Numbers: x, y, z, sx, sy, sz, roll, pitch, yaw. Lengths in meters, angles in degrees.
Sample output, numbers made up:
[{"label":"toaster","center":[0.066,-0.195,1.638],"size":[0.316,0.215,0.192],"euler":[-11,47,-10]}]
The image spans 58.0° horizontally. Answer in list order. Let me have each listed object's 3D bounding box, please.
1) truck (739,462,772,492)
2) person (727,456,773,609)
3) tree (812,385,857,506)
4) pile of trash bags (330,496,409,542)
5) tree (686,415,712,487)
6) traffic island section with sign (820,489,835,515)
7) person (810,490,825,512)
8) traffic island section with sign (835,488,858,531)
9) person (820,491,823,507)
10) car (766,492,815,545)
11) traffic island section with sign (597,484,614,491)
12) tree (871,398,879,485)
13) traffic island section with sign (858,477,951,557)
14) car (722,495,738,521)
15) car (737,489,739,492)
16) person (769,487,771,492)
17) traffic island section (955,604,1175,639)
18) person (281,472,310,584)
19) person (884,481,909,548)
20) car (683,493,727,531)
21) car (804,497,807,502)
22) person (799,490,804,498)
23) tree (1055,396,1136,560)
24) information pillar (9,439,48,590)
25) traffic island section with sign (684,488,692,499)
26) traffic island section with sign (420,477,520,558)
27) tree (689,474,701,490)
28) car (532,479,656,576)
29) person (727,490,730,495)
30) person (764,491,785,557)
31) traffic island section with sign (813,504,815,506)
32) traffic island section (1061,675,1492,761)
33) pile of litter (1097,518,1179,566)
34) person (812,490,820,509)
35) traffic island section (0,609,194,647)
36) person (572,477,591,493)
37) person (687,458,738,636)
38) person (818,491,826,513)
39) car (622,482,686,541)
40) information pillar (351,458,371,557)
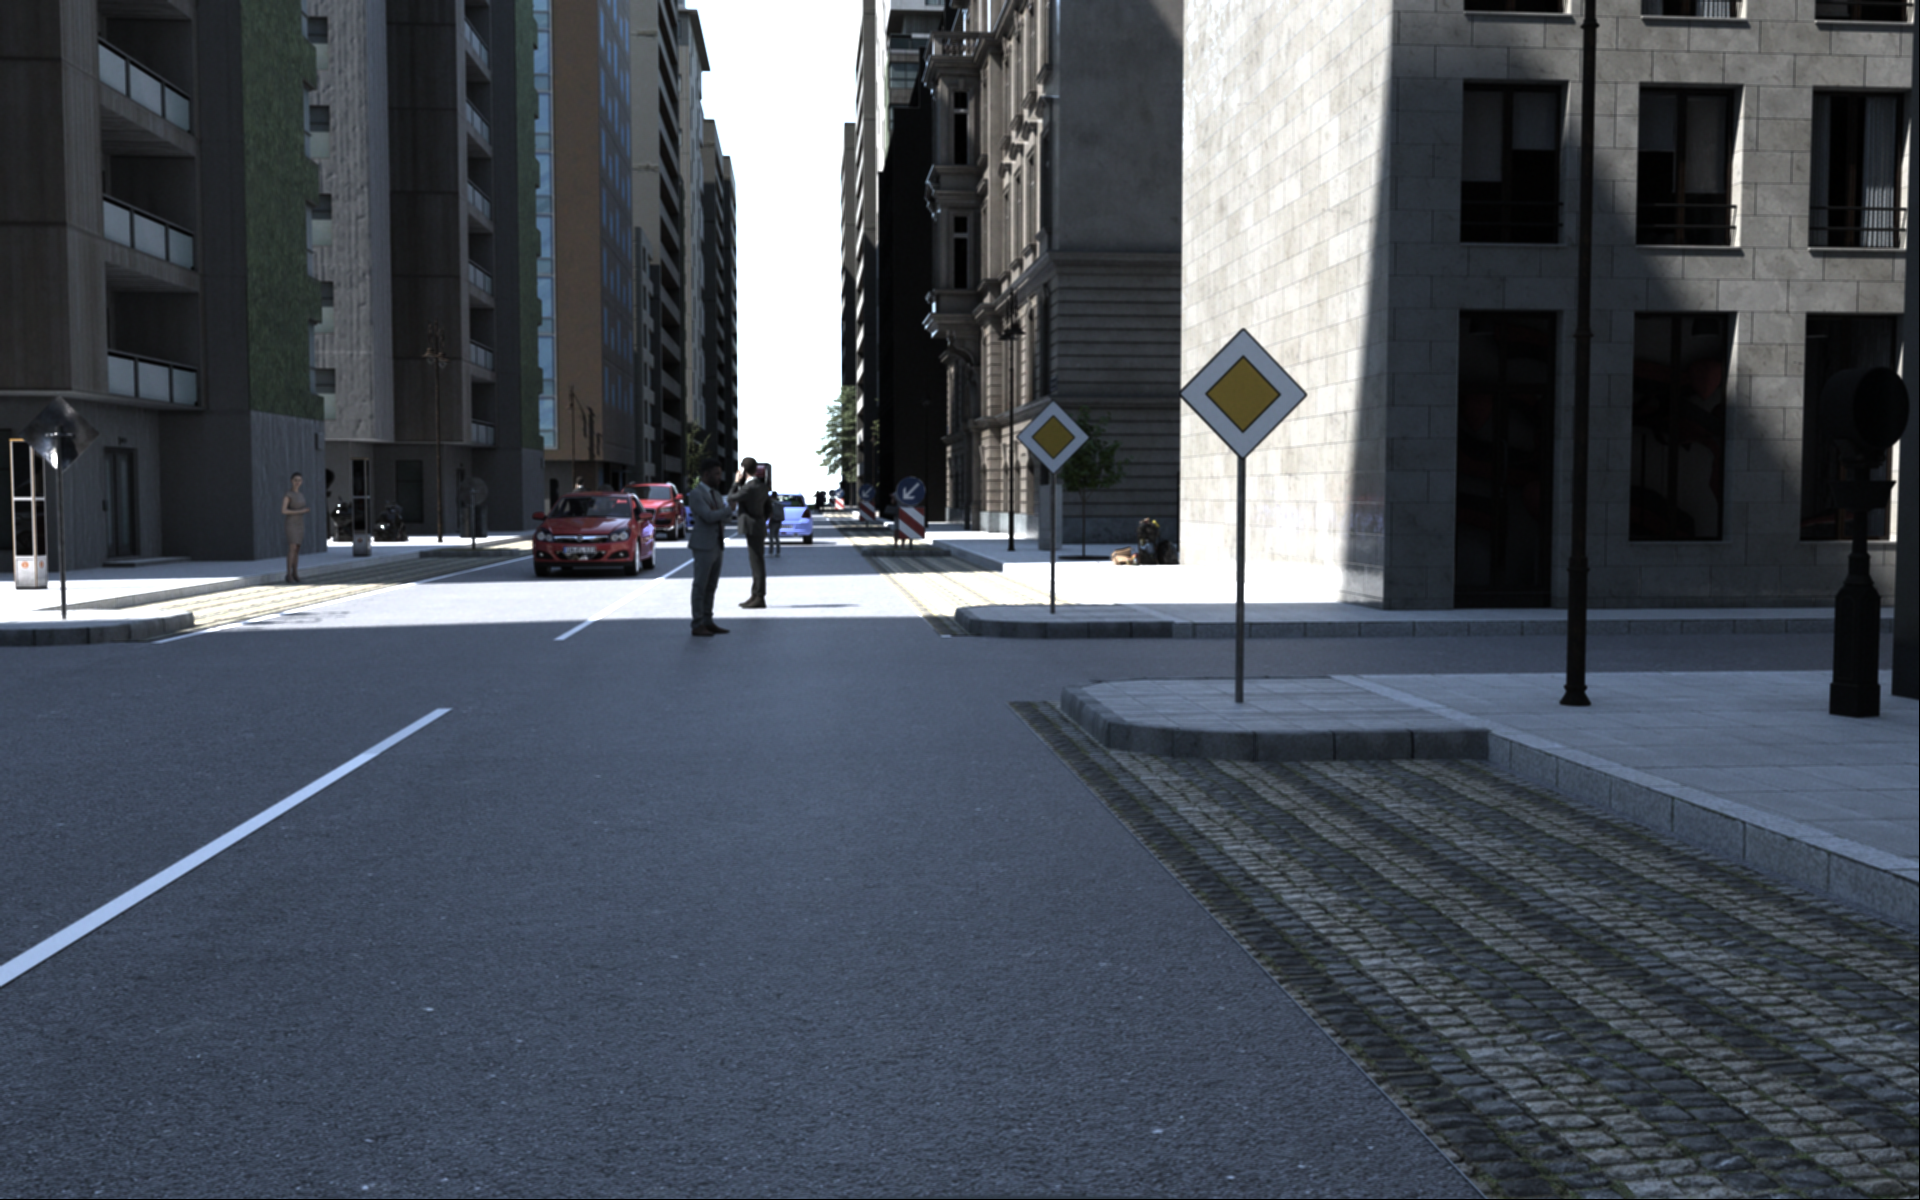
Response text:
[{"label":"truck","center":[-18.258,-10.144,154.768],"size":[2.839,4.237,11.283],"euler":[0,4,-3]},{"label":"person","center":[-2.648,-0.850,21.766],"size":[0.474,1.900,0.648],"euler":[1,4,10]},{"label":"tree","center":[-11.555,-16.067,180.828],"size":[7.486,12.596,7.792],"euler":[0,3,0]},{"label":"pile of trash bags","center":[-16.614,-2.266,46.801],"size":[3.447,1.369,1.912],"euler":[0,4,1]},{"label":"tree","center":[-25.411,-12.978,162.548],"size":[4.737,8.622,4.395],"euler":[0,3,0]},{"label":"traffic island section with sign","center":[-8.308,-6.661,117.538],"size":[1.989,1.847,2.006],"euler":[0,4,-5]},{"label":"person","center":[-11.198,-7.768,136.230],"size":[1.217,1.743,0.721],"euler":[1,4,14]},{"label":"traffic island section with sign","center":[-3.752,-3.599,67.468],"size":[1.989,1.847,2.006],"euler":[0,4,-5]},{"label":"person","center":[-15.642,-11.415,195.162],"size":[0.705,1.821,1.348],"euler":[-1,4,-9]},{"label":"car","center":[-5.156,-2.488,50.276],"size":[1.945,1.707,3.694],"euler":[0,4,-7]},{"label":"traffic island section with sign","center":[-13.691,-3.572,67.028],"size":[1.989,1.847,2.006],"euler":[0,4,-5]},{"label":"tree","center":[-3.504,-9.324,102.815],"size":[4.737,8.622,4.395],"euler":[0,3,0]},{"label":"traffic island section with sign","center":[-1.288,-1.932,40.224],"size":[1.989,1.847,2.006],"euler":[0,4,-5]},{"label":"car","center":[-11.338,-4.418,84.591],"size":[2.083,1.381,4.827],"euler":[0,4,-5]},{"label":"car","center":[-17.513,-8.116,141.376],"size":[2.281,1.827,5.304],"euler":[0,4,-5]},{"label":"person","center":[-10.657,-5.395,96.665],"size":[1.348,1.831,0.705],"euler":[2,4,34]},{"label":"traffic island section","center":[1.016,0.223,18.633],"size":[2.009,0.180,2.903],"euler":[0,4,-5]},{"label":"person","center":[-10.636,-1.157,27.757],"size":[0.374,1.781,0.599],"euler":[1,4,12]},{"label":"person","center":[-1.566,-2.137,43.801],"size":[0.716,1.782,0.532],"euler":[0,4,-1]},{"label":"car","center":[-9.949,-3.492,66.690],"size":[1.945,1.707,3.694],"euler":[0,4,-6]},{"label":"car","center":[-18.922,-11.778,202.360],"size":[2.009,1.686,4.222],"euler":[0,4,-4]},{"label":"person","center":[-14.477,-9.036,156.255],"size":[1.348,1.821,0.705],"euler":[3,5,43]},{"label":"tree","center":[2.355,-2.410,34.008],"size":[1.663,3.219,1.824],"euler":[0,3,0]},{"label":"information pillar","center":[-12.496,-1.147,23.252],"size":[0.304,2.012,0.304],"euler":[0,3,0]},{"label":"traffic island section with sign","center":[-18.157,-6.581,116.223],"size":[1.989,1.847,2.006],"euler":[0,4,-5]},{"label":"traffic island section with sign","center":[-11.198,-1.902,39.728],"size":[1.989,1.847,2.006],"euler":[0,4,-5]},{"label":"tree","center":[-25.498,-10.649,168.714],"size":[1.663,3.219,1.824],"euler":[0,3,0]},{"label":"car","center":[-6.633,-1.382,31.643],"size":[2.155,1.783,4.494],"euler":[0,4,-4]},{"label":"person","center":[-21.095,-9.216,159.166],"size":[1.348,1.826,0.705],"euler":[-1,4,-11]},{"label":"person","center":[-4.237,-1.737,39.501],"size":[0.523,1.515,0.503],"euler":[0,4,0]},{"label":"traffic island section with sign","center":[-15.813,-11.703,199.978],"size":[1.989,1.847,2.006],"euler":[0,4,-5]},{"label":"traffic island section","center":[1.739,0.710,10.680],"size":[2.009,0.180,2.903],"euler":[0,4,-5]},{"label":"pile of litter","center":[3.260,-1.069,31.441],"size":[1.719,0.858,1.176],"euler":[-1,4,-9]},{"label":"person","center":[-13.342,-9.436,162.872],"size":[1.348,1.812,0.705],"euler":[-2,4,-35]},{"label":"traffic island section","center":[-9.184,0.279,17.713],"size":[2.009,0.180,2.903],"euler":[0,4,-5]},{"label":"person","center":[-10.335,-2.418,47.403],"size":[0.474,1.900,0.648],"euler":[3,5,43]},{"label":"person","center":[-2.503,-0.546,17.605],"size":[0.466,1.800,0.511],"euler":[0,4,7]},{"label":"person","center":[-10.527,-7.494,131.941],"size":[0.541,1.710,0.530],"euler":[3,5,44]},{"label":"car","center":[-9.782,-2.801,54.477],"size":[2.281,1.827,5.304],"euler":[0,4,-5]},{"label":"information pillar","center":[-12.297,-1.900,35.563],"size":[0.304,2.012,0.304],"euler":[0,4,-5]}]
